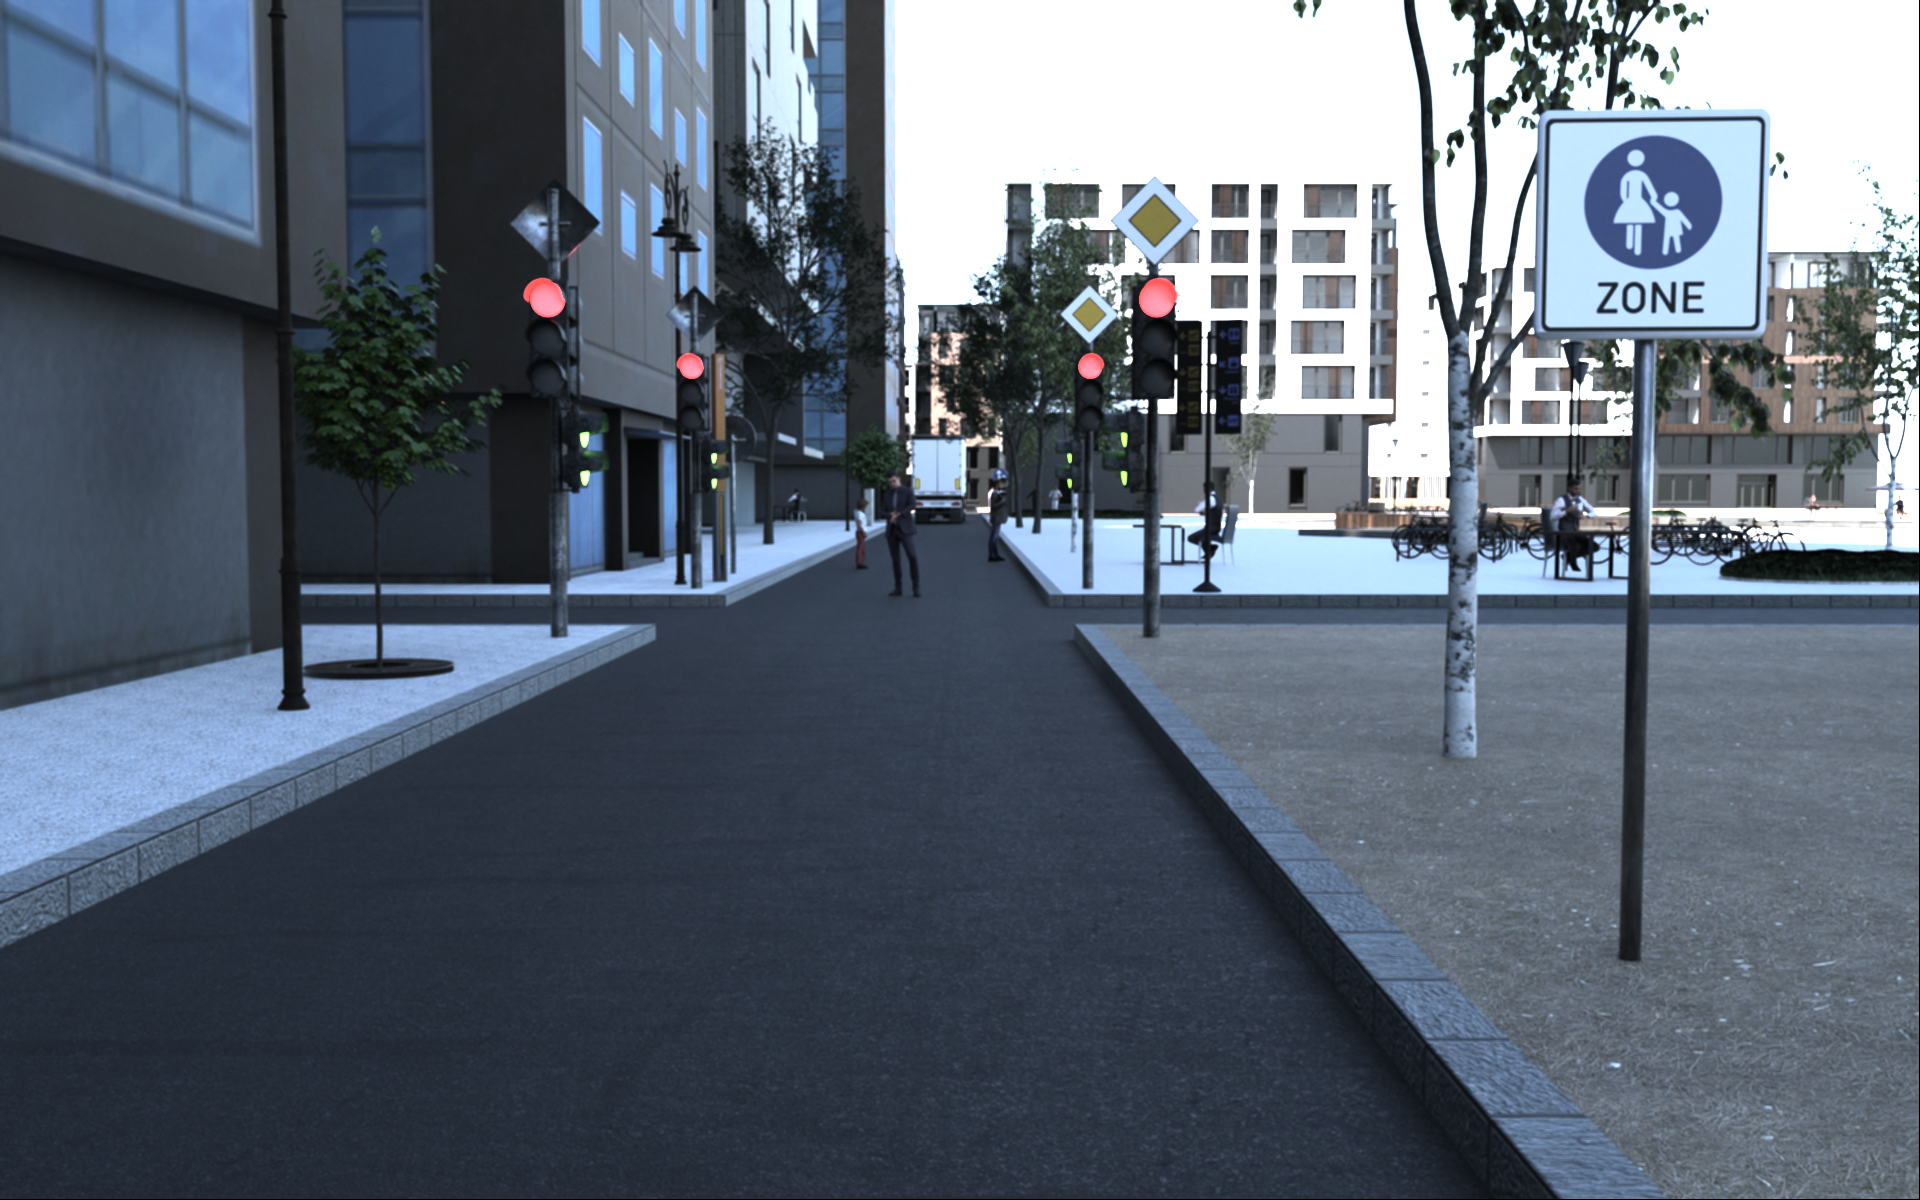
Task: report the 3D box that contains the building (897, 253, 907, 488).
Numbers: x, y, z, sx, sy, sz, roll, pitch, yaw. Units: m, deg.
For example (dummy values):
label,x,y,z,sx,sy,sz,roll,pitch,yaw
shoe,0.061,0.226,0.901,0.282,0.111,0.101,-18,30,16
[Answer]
label,x,y,z,sx,sy,sz,roll,pitch,yaw
building,-21.561,-19.374,160.738,32.646,21.610,27.936,0,4,0

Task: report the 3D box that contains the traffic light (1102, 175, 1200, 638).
label,x,y,z,sx,sy,sz,roll,pitch,yaw
traffic light,1.700,-1.622,15.437,0.839,4.253,0.868,0,4,0

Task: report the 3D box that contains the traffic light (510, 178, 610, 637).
label,x,y,z,sx,sy,sz,roll,pitch,yaw
traffic light,-3.581,-1.622,15.434,0.839,4.253,0.868,0,4,0

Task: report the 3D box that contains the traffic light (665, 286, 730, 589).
label,x,y,z,sx,sy,sz,roll,pitch,yaw
traffic light,-3.561,-2.110,23.419,0.839,4.253,0.868,0,4,0

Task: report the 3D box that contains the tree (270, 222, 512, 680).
label,x,y,z,sx,sy,sz,roll,pitch,yaw
tree,-4.064,-1.092,12.453,1.663,3.219,1.824,0,3,0

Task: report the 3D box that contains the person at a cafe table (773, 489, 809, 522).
label,x,y,z,sx,sy,sz,roll,pitch,yaw
person at a cafe table,-7.673,-4.314,79.042,1.622,1.524,1.698,3,5,43

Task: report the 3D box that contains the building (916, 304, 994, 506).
label,x,y,z,sx,sy,sz,roll,pitch,yaw
building,11.658,-21.561,196.494,32.646,21.610,27.936,0,4,0

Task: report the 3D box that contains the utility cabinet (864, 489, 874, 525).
label,x,y,z,sx,sy,sz,roll,pitch,yaw
utility cabinet,-3.697,-3.769,70.295,0.318,1.500,1.173,0,4,2

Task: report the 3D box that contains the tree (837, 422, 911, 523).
label,x,y,z,sx,sy,sz,roll,pitch,yaw
tree,-3.840,-5.804,78.610,4.285,4.588,4.351,0,3,0

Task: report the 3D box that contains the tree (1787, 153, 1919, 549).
label,x,y,z,sx,sy,sz,roll,pitch,yaw
tree,19.555,-5.254,36.273,4.737,8.622,4.395,0,3,0

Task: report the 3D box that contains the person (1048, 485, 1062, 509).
label,x,y,z,sx,sy,sz,roll,pitch,yaw
person,5.302,-5.581,97.441,0.875,1.805,0.789,1,4,13

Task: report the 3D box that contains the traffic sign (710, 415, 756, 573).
label,x,y,z,sx,sy,sz,roll,pitch,yaw
traffic sign,-3.670,-1.704,27.960,0.768,2.556,0.104,1,4,10

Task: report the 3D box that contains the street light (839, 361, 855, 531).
label,x,y,z,sx,sy,sz,roll,pitch,yaw
street light,-3.909,-5.341,60.109,0.468,5.910,1.993,0,4,0

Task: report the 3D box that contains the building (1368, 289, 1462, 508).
label,x,y,z,sx,sy,sz,roll,pitch,yaw
building,40.335,-18.942,166.128,11.380,20.091,16.016,0,4,0

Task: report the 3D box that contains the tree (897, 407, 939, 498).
label,x,y,z,sx,sy,sz,roll,pitch,yaw
tree,-3.509,-11.865,144.359,4.360,8.622,3.978,0,3,0

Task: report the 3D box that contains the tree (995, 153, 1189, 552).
label,x,y,z,sx,sy,sz,roll,pitch,yaw
tree,2.590,-5.338,37.631,4.737,8.622,4.395,0,3,0

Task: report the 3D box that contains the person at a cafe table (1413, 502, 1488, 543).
label,x,y,z,sx,sy,sz,roll,pitch,yaw
person at a cafe table,12.812,-2.227,44.920,1.622,1.524,1.698,0,4,-4

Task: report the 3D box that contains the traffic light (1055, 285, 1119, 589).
label,x,y,z,sx,sy,sz,roll,pitch,yaw
traffic light,1.720,-2.110,23.422,0.839,4.253,0.868,0,4,0

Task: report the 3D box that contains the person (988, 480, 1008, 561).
label,x,y,z,sx,sy,sz,roll,pitch,yaw
person,0.830,-1.687,36.905,0.431,1.722,0.655,1,4,9

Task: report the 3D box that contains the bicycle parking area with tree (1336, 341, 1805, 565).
label,x,y,z,sx,sy,sz,roll,pitch,yaw
bicycle parking area with tree,12.560,-2.932,34.933,9.016,4.147,8.231,2,4,34

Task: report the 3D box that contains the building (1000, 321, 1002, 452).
label,x,y,z,sx,sy,sz,roll,pitch,yaw
building,12.314,-17.808,157.622,16.747,18.905,31.486,0,4,0

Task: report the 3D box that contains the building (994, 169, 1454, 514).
label,x,y,z,sx,sy,sz,roll,pitch,yaw
building,16.922,-17.219,125.499,27.936,21.610,32.646,0,4,0

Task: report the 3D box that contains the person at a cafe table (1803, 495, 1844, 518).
label,x,y,z,sx,sy,sz,roll,pitch,yaw
person at a cafe table,46.777,-5.105,94.332,1.698,1.238,1.726,-1,4,-11

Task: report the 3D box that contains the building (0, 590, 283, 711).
label,x,y,z,sx,sy,sz,roll,pitch,yaw
building,-12.377,-21.816,6.810,14.200,45.320,14.600,0,4,0

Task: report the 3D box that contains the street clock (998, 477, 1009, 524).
label,x,y,z,sx,sy,sz,roll,pitch,yaw
street clock,1.865,-4.292,74.738,0.471,2.002,0.358,-1,4,-9

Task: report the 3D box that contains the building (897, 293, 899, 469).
label,x,y,z,sx,sy,sz,roll,pitch,yaw
building,-12.692,-16.930,133.223,16.016,20.091,11.380,0,4,0

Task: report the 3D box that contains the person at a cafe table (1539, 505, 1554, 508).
label,x,y,z,sx,sy,sz,roll,pitch,yaw
person at a cafe table,31.620,-4.889,90.796,1.698,1.238,1.726,-2,4,-27

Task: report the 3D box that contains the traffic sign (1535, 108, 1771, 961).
label,x,y,z,sx,sy,sz,roll,pitch,yaw
traffic sign,1.847,-0.158,4.706,0.606,2.300,0.079,0,4,3

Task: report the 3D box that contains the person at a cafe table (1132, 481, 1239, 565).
label,x,y,z,sx,sy,sz,roll,pitch,yaw
person at a cafe table,4.274,-1.418,31.695,1.622,1.524,1.698,2,4,34

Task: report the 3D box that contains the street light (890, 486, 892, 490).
label,x,y,z,sx,sy,sz,roll,pitch,yaw
street light,-3.824,-7.515,95.655,0.468,5.910,1.993,0,4,0

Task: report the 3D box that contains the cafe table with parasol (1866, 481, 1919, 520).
label,x,y,z,sx,sy,sz,roll,pitch,yaw
cafe table with parasol,46.331,-4.955,85.872,2.610,1.966,2.610,1,4,21

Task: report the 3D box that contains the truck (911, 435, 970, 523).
label,x,y,z,sx,sy,sz,roll,pitch,yaw
truck,-0.960,-6.039,87.643,2.839,4.237,11.283,0,4,1

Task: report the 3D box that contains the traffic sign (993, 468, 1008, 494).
label,x,y,z,sx,sy,sz,roll,pitch,yaw
traffic sign,1.992,-5.241,85.789,0.768,2.556,0.104,0,4,2

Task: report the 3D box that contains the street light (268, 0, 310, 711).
label,x,y,z,sx,sy,sz,roll,pitch,yaw
street light,-3.978,-2.286,10.163,0.468,5.910,1.993,0,4,0

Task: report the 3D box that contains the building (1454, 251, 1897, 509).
label,x,y,z,sx,sy,sz,roll,pitch,yaw
building,62.333,-19.311,159.706,32.646,21.610,27.936,0,4,0

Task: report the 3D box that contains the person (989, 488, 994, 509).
label,x,y,z,sx,sy,sz,roll,pitch,yaw
person,2.467,-7.718,132.903,0.551,1.740,0.621,0,4,5

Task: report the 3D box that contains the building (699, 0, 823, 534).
label,x,y,z,sx,sy,sz,roll,pitch,yaw
building,-19.330,-28.821,60.463,28.713,52.752,27.495,0,4,0

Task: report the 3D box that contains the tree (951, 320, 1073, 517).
label,x,y,z,sx,sy,sz,roll,pitch,yaw
tree,3.037,-10.520,97.754,9.928,11.665,9.643,0,3,0

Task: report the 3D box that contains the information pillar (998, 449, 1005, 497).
label,x,y,z,sx,sy,sz,roll,pitch,yaw
information pillar,2.125,-5.994,89.362,0.183,3.616,0.504,3,5,41

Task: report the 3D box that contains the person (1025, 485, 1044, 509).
label,x,y,z,sx,sy,sz,roll,pitch,yaw
person,4.412,-5.853,101.767,1.348,1.821,0.705,3,5,40

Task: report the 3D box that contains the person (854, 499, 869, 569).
label,x,y,z,sx,sy,sz,roll,pitch,yaw
person,-1.870,-1.275,33.256,0.340,1.345,0.435,-1,4,-20

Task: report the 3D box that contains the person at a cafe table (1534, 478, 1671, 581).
label,x,y,z,sx,sy,sz,roll,pitch,yaw
person at a cafe table,9.487,-1.082,26.202,1.698,1.524,1.622,-1,4,-22

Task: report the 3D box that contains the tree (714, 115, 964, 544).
label,x,y,z,sx,sy,sz,roll,pitch,yaw
tree,-4.998,-6.685,43.718,8.767,10.594,7.601,1,4,11

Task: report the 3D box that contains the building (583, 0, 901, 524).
label,x,y,z,sx,sy,sz,roll,pitch,yaw
building,-10.463,-26.872,89.461,14.600,45.320,14.200,0,4,0

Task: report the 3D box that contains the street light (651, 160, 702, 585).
label,x,y,z,sx,sy,sz,roll,pitch,yaw
street light,-3.970,-3.159,24.438,0.468,5.910,1.993,0,4,0

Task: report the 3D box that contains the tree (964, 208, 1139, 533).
label,x,y,z,sx,sy,sz,roll,pitch,yaw
tree,2.838,-7.446,56.160,7.601,10.594,8.767,0,4,-6

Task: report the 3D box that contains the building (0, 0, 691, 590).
label,x,y,z,sx,sy,sz,roll,pitch,yaw
building,-12.308,-23.233,29.971,14.600,45.320,14.200,0,4,0

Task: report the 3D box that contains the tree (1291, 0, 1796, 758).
label,x,y,z,sx,sy,sz,roll,pitch,yaw
tree,2.531,-3.525,7.993,4.360,8.622,3.978,0,3,0

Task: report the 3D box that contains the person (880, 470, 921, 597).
label,x,y,z,sx,sy,sz,roll,pitch,yaw
person,-0.849,-0.938,24.285,0.683,1.767,0.568,1,4,21

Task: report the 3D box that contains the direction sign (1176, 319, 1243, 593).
label,x,y,z,sx,sy,sz,roll,pitch,yaw
direction sign,3.244,-1.874,22.640,0.876,3.537,0.379,2,4,25

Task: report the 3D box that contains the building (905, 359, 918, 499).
label,x,y,z,sx,sy,sz,roll,pitch,yaw
building,-20.507,-19.908,191.945,31.486,18.905,16.747,0,4,0

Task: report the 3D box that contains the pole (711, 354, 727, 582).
label,x,y,z,sx,sy,sz,roll,pitch,yaw
pole,-3.521,-1.924,25.300,0.158,3.312,0.155,0,3,0
